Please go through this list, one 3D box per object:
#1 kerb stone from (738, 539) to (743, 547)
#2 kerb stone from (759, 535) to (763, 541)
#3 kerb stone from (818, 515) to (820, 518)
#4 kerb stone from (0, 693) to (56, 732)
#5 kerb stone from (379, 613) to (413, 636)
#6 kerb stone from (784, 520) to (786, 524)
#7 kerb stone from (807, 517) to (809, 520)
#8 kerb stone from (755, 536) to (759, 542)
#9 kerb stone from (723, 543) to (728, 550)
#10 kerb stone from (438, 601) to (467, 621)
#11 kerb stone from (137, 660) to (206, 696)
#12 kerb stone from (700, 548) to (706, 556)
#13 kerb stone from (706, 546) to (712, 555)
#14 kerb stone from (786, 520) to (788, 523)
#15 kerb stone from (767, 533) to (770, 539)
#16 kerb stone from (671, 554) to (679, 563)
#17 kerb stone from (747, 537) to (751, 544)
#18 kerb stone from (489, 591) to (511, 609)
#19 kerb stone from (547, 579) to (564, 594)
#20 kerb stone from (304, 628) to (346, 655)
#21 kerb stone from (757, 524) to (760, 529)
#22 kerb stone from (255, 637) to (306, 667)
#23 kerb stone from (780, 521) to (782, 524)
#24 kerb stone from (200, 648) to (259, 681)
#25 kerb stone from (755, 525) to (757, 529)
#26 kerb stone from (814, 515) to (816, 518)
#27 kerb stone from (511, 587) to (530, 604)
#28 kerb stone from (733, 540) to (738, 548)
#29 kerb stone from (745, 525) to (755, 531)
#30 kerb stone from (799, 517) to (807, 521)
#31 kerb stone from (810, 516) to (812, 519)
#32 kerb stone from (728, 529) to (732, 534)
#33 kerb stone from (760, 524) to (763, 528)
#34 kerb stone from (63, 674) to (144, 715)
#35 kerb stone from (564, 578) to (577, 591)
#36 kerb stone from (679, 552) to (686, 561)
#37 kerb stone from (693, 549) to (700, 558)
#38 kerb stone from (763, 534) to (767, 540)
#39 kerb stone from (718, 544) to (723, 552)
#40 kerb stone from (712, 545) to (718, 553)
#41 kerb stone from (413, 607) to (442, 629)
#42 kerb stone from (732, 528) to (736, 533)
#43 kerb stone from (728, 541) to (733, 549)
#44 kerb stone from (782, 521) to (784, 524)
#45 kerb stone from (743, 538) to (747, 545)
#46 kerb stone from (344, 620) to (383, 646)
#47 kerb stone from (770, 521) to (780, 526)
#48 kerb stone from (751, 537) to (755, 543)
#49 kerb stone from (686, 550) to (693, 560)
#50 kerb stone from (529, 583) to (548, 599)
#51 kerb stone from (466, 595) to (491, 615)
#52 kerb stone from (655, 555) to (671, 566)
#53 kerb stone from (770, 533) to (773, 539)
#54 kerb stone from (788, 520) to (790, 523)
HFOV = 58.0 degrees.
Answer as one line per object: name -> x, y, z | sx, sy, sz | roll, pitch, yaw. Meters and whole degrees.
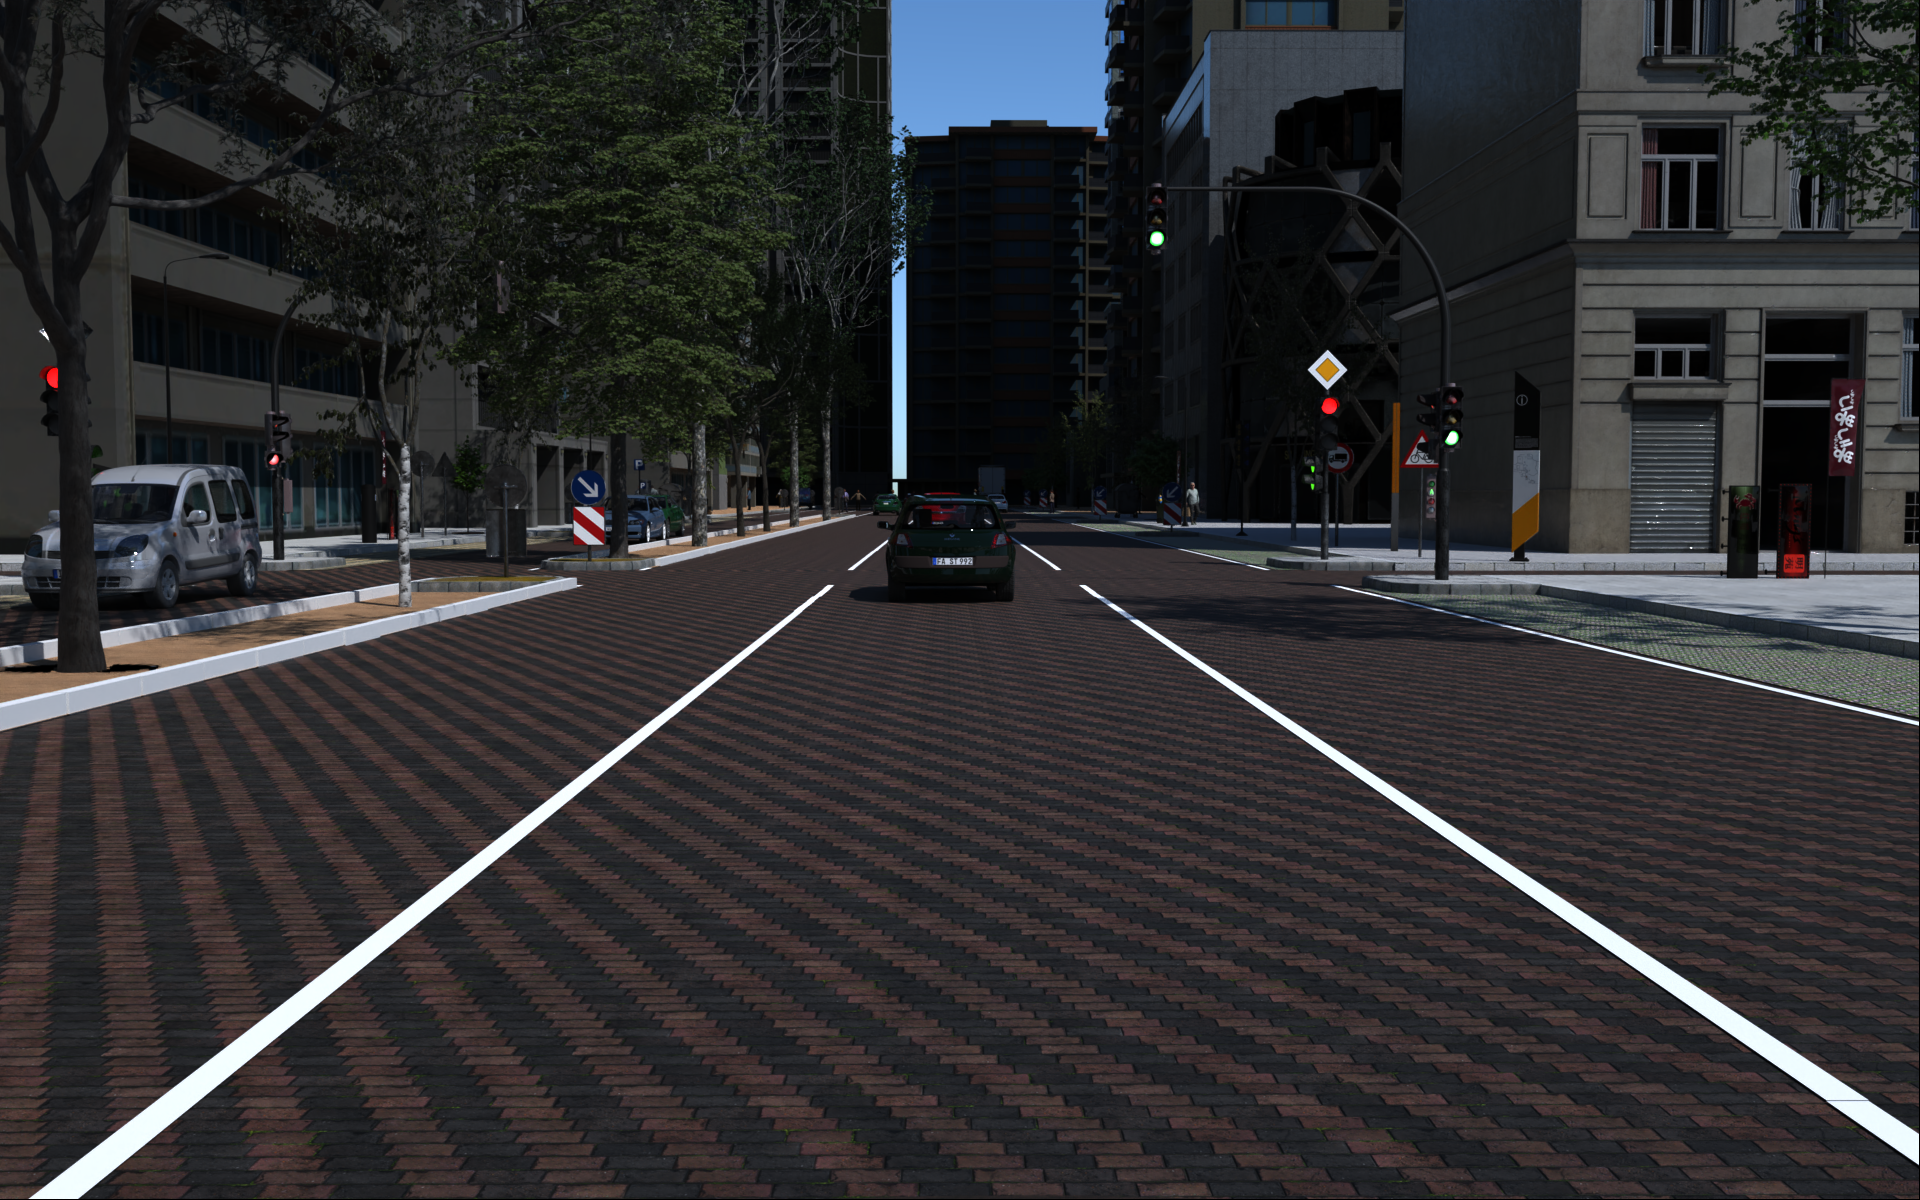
kerb stone -> -6.100, -1.527, 47.162 | 0.120, 0.150, 1.000 | 0, 4, 0
kerb stone -> -6.139, -1.841, 52.296 | 0.120, 0.150, 1.000 | 0, 4, 0
kerb stone -> -8.634, -4.972, 103.504 | 0.120, 0.150, 1.000 | 0, 4, 0
kerb stone -> -5.830, 0.704, 10.691 | 0.120, 0.150, 1.000 | 0, 4, 0
kerb stone -> -5.882, 0.265, 17.861 | 0.120, 0.150, 1.000 | 0, 4, 0
kerb stone -> -8.469, -3.656, 81.963 | 0.120, 0.150, 1.000 | 0, 4, 0
kerb stone -> -8.566, -4.471, 95.303 | 0.120, 0.150, 1.000 | 0, 4, 0
kerb stone -> -6.136, -1.778, 51.270 | 0.120, 0.150, 1.000 | 0, 4, 0
kerb stone -> -6.089, -1.337, 44.076 | 0.120, 0.150, 1.000 | 0, 4, 0
kerb stone -> -5.895, 0.140, 19.911 | 0.120, 0.150, 1.000 | 0, 4, 0
kerb stone -> -5.839, 0.582, 12.743 | 0.120, 0.150, 1.000 | 0, 4, 0
kerb stone -> -6.041, -1.087, 39.967 | 0.120, 0.150, 1.000 | 0, 4, 0
kerb stone -> -6.060, -1.149, 40.989 | 0.120, 0.150, 1.000 | 0, 4, 0
kerb stone -> -8.474, -3.718, 82.988 | 0.120, 0.150, 1.000 | 0, 4, 0
kerb stone -> -6.157, -1.962, 54.344 | 0.120, 0.150, 1.000 | 0, 4, 0
kerb stone -> -6.016, -0.837, 35.876 | 0.120, 0.150, 1.000 | 0, 4, 0
kerb stone -> -6.116, -1.653, 49.222 | 0.120, 0.150, 1.000 | 0, 4, 0
kerb stone -> -5.918, 0.015, 21.956 | 0.120, 0.150, 1.000 | 0, 4, 0
kerb stone -> -5.935, -0.174, 25.037 | 0.120, 0.150, 1.000 | 0, 4, 0
kerb stone -> -5.863, 0.394, 15.814 | 0.120, 0.150, 1.000 | 0, 4, 0
kerb stone -> -8.378, -2.967, 70.699 | 0.120, 0.150, 1.000 | 0, 4, 0
kerb stone -> -5.851, 0.457, 14.787 | 0.120, 0.150, 1.000 | 0, 4, 0
kerb stone -> -8.456, -3.531, 79.919 | 0.120, 0.150, 1.000 | 0, 4, 0
kerb stone -> -5.853, 0.519, 13.765 | 0.120, 0.150, 1.000 | 0, 4, 0
kerb stone -> -8.375, -2.901, 69.676 | 0.120, 0.150, 1.000 | 0, 4, 0
kerb stone -> -8.605, -4.781, 100.436 | 0.120, 0.150, 1.000 | 0, 4, 0
kerb stone -> -5.921, -0.046, 22.978 | 0.120, 0.150, 1.000 | 0, 4, 0
kerb stone -> -6.092, -1.457, 46.139 | 0.120, 0.150, 1.000 | 0, 4, 0
kerb stone -> -8.362, -2.841, 68.653 | 0.120, 0.150, 1.000 | 0, 4, 0
kerb stone -> -8.560, -4.404, 94.281 | 0.120, 0.150, 1.000 | 0, 4, 0
kerb stone -> -8.586, -4.597, 97.355 | 0.120, 0.150, 1.000 | 0, 4, 0
kerb stone -> -8.308, -2.402, 61.475 | 0.120, 0.150, 1.000 | 0, 4, 0
kerb stone -> -8.389, -3.022, 71.722 | 0.120, 0.150, 1.000 | 0, 4, 0
kerb stone -> -5.832, 0.642, 11.713 | 0.120, 0.150, 1.000 | 0, 4, 0
kerb stone -> -5.934, -0.236, 26.072 | 0.120, 0.150, 1.000 | 0, 4, 0
kerb stone -> -6.023, -0.895, 36.899 | 0.120, 0.150, 1.000 | 0, 4, 0
kerb stone -> -6.034, -1.023, 38.944 | 0.120, 0.150, 1.000 | 0, 4, 0
kerb stone -> -6.147, -1.903, 53.322 | 0.120, 0.150, 1.000 | 0, 4, 0
kerb stone -> -6.075, -1.275, 43.047 | 0.120, 0.150, 1.000 | 0, 4, 0
kerb stone -> -6.053, -1.211, 42.012 | 0.120, 0.150, 1.000 | 0, 4, 0
kerb stone -> -5.886, 0.208, 18.886 | 0.120, 0.150, 1.000 | 0, 4, 0
kerb stone -> -8.306, -2.465, 62.497 | 0.120, 0.150, 1.000 | 0, 4, 0
kerb stone -> -6.091, -1.401, 45.104 | 0.120, 0.150, 1.000 | 0, 4, 0
kerb stone -> -8.459, -3.593, 80.941 | 0.120, 0.150, 1.000 | 0, 4, 0
kerb stone -> -6.108, -1.590, 48.193 | 0.120, 0.150, 1.000 | 0, 4, 0
kerb stone -> -5.861, 0.328, 16.839 | 0.120, 0.150, 1.000 | 0, 4, 0
kerb stone -> -8.445, -3.464, 78.897 | 0.120, 0.150, 1.000 | 0, 4, 0
kerb stone -> -6.123, -1.716, 50.244 | 0.120, 0.150, 1.000 | 0, 4, 0
kerb stone -> -6.030, -0.954, 37.922 | 0.120, 0.150, 1.000 | 0, 4, 0
kerb stone -> -5.923, -0.111, 24.004 | 0.120, 0.150, 1.000 | 0, 4, 0
kerb stone -> -5.897, 0.077, 20.934 | 0.120, 0.150, 1.000 | 0, 4, 0
kerb stone -> -6.001, -0.774, 34.850 | 0.120, 0.150, 1.000 | 0, 4, 0
kerb stone -> -6.162, -2.027, 55.367 | 0.120, 0.150, 1.000 | 0, 4, 0
kerb stone -> -8.487, -3.780, 84.010 | 0.120, 0.150, 1.000 | 0, 4, 0
